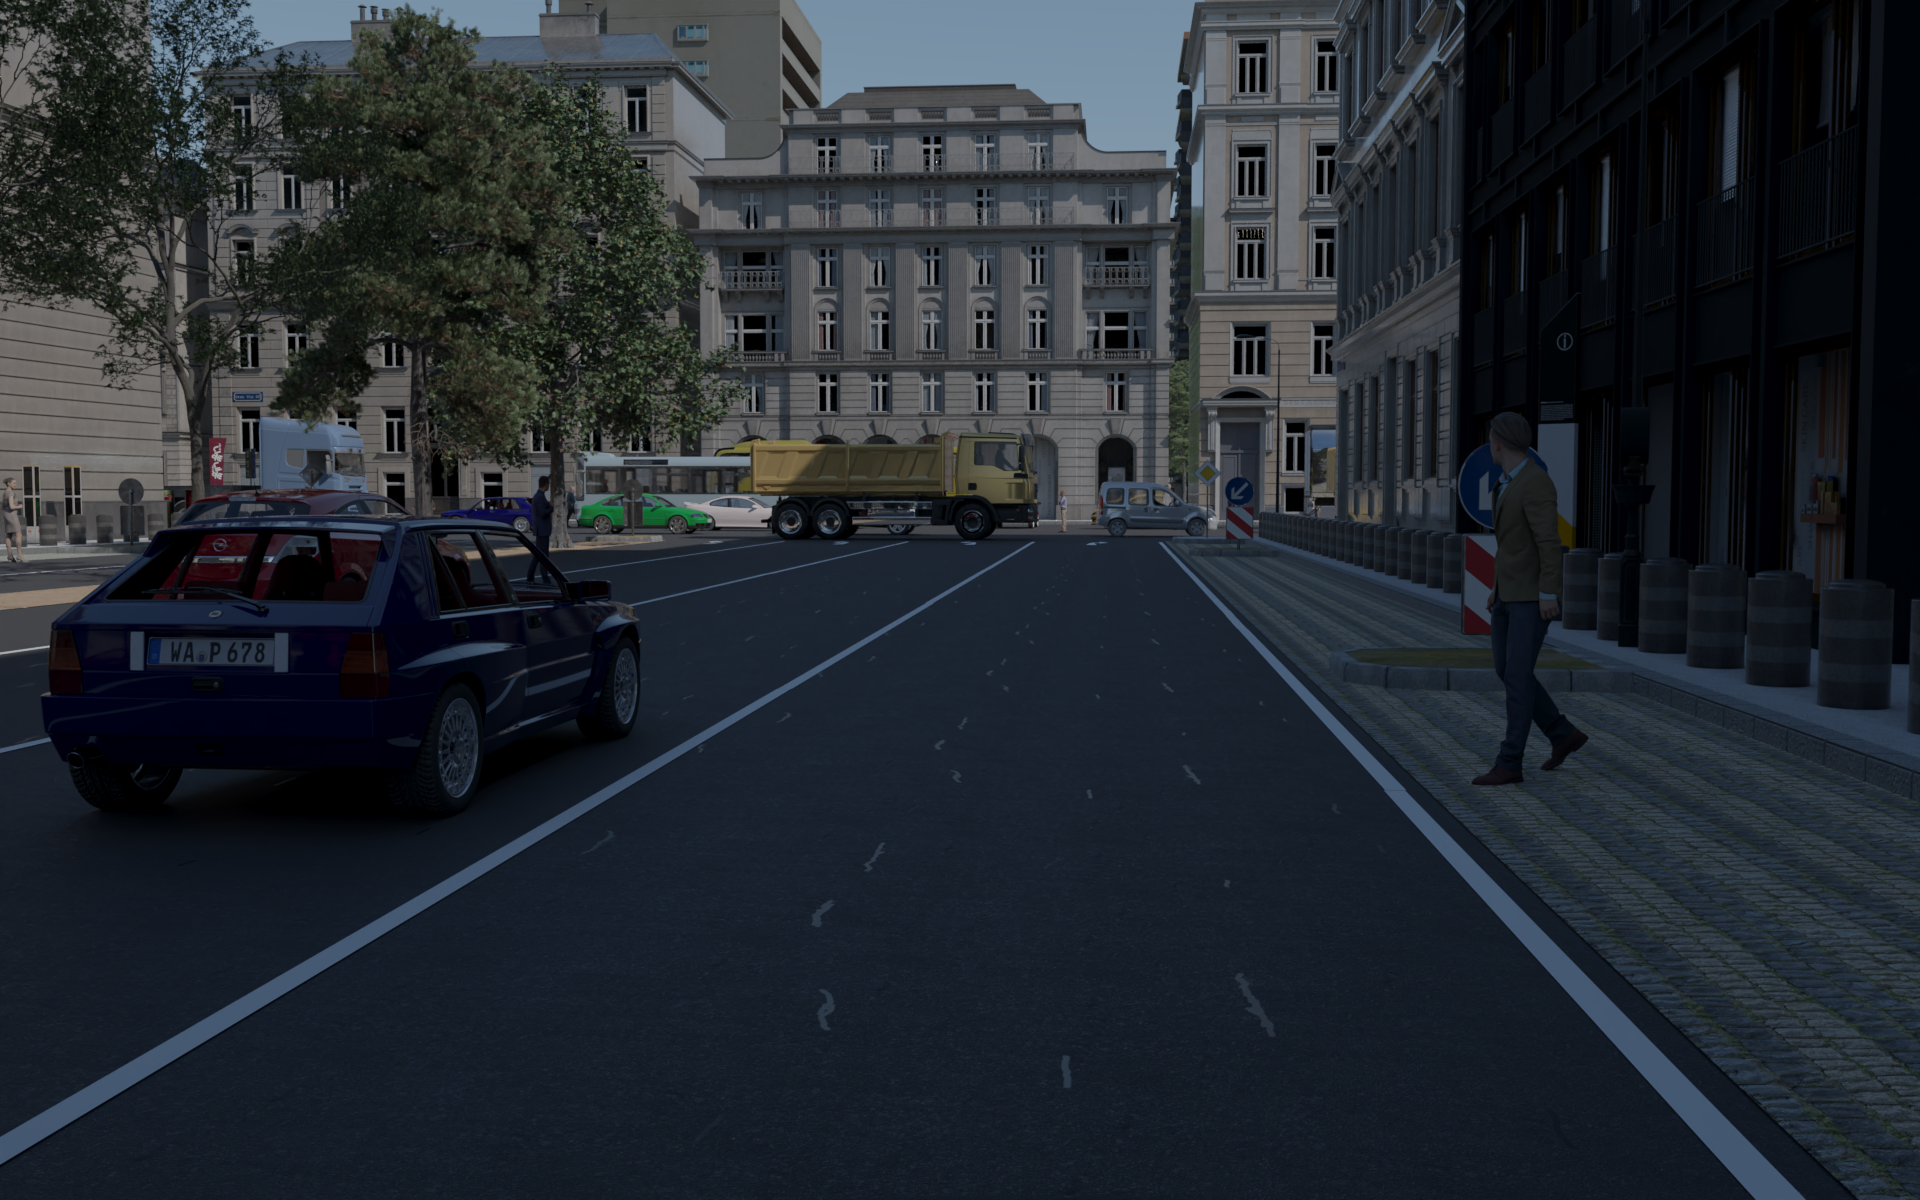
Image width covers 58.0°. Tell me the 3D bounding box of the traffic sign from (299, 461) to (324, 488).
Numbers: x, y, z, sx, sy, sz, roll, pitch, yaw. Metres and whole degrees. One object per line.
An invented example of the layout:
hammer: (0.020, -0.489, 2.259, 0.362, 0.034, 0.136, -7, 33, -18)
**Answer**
traffic sign: (-19.896, -3.027, 53.136, 0.795, 2.450, 0.064, 0, 4, 5)

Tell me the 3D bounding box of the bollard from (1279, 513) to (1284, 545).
bollard: (8.410, -1.797, 44.095, 0.404, 0.777, 0.398, 0, 3, 0)

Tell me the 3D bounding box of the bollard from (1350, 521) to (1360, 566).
bollard: (7.230, -0.989, 30.888, 0.404, 0.777, 0.398, 0, 3, 0)

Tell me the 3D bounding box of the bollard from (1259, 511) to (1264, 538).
bollard: (8.946, -2.164, 50.106, 0.404, 0.777, 0.398, 0, 3, 0)

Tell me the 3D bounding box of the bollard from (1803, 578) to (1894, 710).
bollard: (5.403, 0.261, 10.453, 0.404, 0.777, 0.398, 0, 3, 0)

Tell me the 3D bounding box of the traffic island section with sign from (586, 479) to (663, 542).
traffic island section with sign: (-10.101, -2.717, 52.560, 2.006, 1.907, 1.989, 0, 4, 5)

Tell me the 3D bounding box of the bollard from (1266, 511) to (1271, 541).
bollard: (8.726, -2.017, 47.696, 0.404, 0.777, 0.398, 0, 3, 0)

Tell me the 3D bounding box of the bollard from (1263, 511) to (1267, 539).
bollard: (8.839, -2.090, 48.892, 0.404, 0.777, 0.398, 0, 3, 0)

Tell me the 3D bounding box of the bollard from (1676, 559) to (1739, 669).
bollard: (5.616, 0.114, 12.856, 0.404, 0.777, 0.398, 0, 3, 0)

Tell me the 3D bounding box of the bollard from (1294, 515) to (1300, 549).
bollard: (8.087, -1.576, 40.487, 0.404, 0.777, 0.398, 0, 3, 0)

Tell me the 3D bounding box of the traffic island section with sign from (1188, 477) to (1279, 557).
traffic island section with sign: (6.334, -1.936, 40.286, 1.989, 1.847, 2.006, 0, 4, 5)

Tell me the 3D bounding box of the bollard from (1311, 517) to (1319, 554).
bollard: (7.761, -1.355, 36.878, 0.404, 0.777, 0.398, 0, 3, 0)

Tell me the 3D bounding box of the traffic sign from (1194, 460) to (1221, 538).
traffic sign: (7.239, -2.878, 50.700, 0.795, 2.450, 0.064, 0, 4, 5)

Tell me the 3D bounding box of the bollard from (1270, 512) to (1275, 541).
bollard: (8.623, -1.943, 46.489, 0.404, 0.777, 0.398, 0, 3, 0)

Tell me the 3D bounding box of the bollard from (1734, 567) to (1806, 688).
bollard: (5.510, 0.188, 11.651, 0.404, 0.777, 0.398, 0, 3, 0)

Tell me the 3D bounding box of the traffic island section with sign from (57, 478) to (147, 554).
traffic island section with sign: (-20.560, -2.060, 42.314, 1.989, 1.847, 2.006, 0, 4, 5)

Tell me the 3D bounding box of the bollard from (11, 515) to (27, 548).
bollard: (-22.687, -1.649, 41.686, 0.404, 0.777, 0.398, 0, 3, 0)

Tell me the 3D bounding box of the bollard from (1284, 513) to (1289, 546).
bollard: (8.302, -1.723, 42.890, 0.404, 0.777, 0.398, 0, 3, 0)

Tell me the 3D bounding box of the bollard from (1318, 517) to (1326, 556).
bollard: (7.653, -1.282, 35.681, 0.404, 0.777, 0.398, 0, 3, 0)

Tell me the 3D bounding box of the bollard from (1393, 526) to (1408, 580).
bollard: (6.797, -0.694, 26.067, 0.404, 0.777, 0.398, 0, 3, 0)

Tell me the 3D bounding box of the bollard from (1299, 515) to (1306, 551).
bollard: (7.981, -1.503, 39.290, 0.404, 0.777, 0.398, 0, 3, 0)

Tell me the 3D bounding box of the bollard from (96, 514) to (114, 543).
bollard: (-22.366, -1.870, 45.295, 0.404, 0.777, 0.398, 0, 3, 0)

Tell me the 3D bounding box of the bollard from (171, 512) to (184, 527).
bollard: (-22.045, -2.091, 48.898, 0.404, 0.777, 0.398, 0, 3, 0)

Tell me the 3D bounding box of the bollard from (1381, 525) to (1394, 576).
bollard: (6.905, -0.769, 27.288, 0.404, 0.777, 0.398, 0, 3, 0)

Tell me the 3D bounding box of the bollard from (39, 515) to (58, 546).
bollard: (-22.579, -1.723, 42.883, 0.404, 0.777, 0.398, 0, 3, 0)

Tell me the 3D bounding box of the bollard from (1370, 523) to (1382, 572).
bollard: (7.018, -0.842, 28.485, 0.404, 0.777, 0.398, 0, 3, 0)

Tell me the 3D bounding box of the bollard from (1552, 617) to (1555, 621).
bollard: (6.047, -0.180, 17.660, 0.404, 0.777, 0.398, 0, 3, 0)

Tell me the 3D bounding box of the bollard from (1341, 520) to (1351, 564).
bollard: (7.335, -1.063, 32.090, 0.404, 0.777, 0.398, 0, 3, 0)

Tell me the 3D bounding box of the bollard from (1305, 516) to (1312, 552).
bollard: (7.872, -1.430, 38.093, 0.404, 0.777, 0.398, 0, 3, 0)

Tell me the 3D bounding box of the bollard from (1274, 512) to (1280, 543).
bollard: (8.514, -1.870, 45.292, 0.404, 0.777, 0.398, 0, 3, 0)

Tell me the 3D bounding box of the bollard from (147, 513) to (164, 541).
bollard: (-22.150, -2.017, 47.694, 0.404, 0.777, 0.398, 0, 3, 0)

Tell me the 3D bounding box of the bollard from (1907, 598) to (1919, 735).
bollard: (5.299, 0.334, 9.256, 0.404, 0.777, 0.398, 0, 3, 0)

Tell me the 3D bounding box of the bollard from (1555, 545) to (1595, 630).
bollard: (5.940, -0.106, 16.455, 0.404, 0.777, 0.398, 0, 3, 0)

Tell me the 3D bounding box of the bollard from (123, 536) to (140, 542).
bollard: (-22.258, -1.944, 46.497, 0.404, 0.777, 0.398, 0, 3, 0)

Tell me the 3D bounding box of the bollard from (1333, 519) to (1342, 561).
bollard: (7.442, -1.136, 33.286, 0.404, 0.777, 0.398, 0, 3, 0)

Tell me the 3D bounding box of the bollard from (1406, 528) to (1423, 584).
bollard: (6.689, -0.621, 24.870, 0.404, 0.777, 0.398, 0, 3, 0)

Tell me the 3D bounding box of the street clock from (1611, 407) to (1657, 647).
street clock: (5.639, -0.609, 14.522, 0.358, 2.002, 0.471, 1, 4, 20)

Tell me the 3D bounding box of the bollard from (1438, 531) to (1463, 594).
bollard: (6.479, -0.474, 22.468, 0.404, 0.777, 0.398, 0, 3, 0)

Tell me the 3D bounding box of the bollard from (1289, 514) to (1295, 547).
bollard: (8.197, -1.650, 41.692, 0.404, 0.777, 0.398, 0, 3, 0)

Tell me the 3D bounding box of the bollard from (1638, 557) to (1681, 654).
bollard: (5.727, 0.040, 14.061, 0.404, 0.777, 0.398, 0, 3, 0)

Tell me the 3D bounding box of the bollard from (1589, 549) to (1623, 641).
bollard: (5.830, -0.033, 15.258, 0.404, 0.777, 0.398, 0, 3, 0)

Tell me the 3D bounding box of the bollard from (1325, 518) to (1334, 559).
bollard: (7.550, -1.209, 34.484, 0.404, 0.777, 0.398, 0, 3, 0)

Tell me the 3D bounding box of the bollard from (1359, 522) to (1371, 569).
bollard: (7.123, -0.916, 29.687, 0.404, 0.777, 0.398, 0, 3, 0)

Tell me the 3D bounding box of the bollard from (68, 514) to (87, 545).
bollard: (-22.471, -1.797, 44.094, 0.404, 0.777, 0.398, 0, 3, 0)

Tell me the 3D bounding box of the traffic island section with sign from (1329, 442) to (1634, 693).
traffic island section with sign: (3.938, -0.294, 13.437, 1.989, 1.847, 2.006, 0, 4, 5)

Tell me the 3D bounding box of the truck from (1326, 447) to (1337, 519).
truck: (18.261, -4.055, 62.219, 9.791, 3.379, 3.469, 0, 4, 5)

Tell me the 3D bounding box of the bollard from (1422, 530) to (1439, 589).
bollard: (6.586, -0.547, 23.665, 0.404, 0.777, 0.398, 0, 3, 0)
